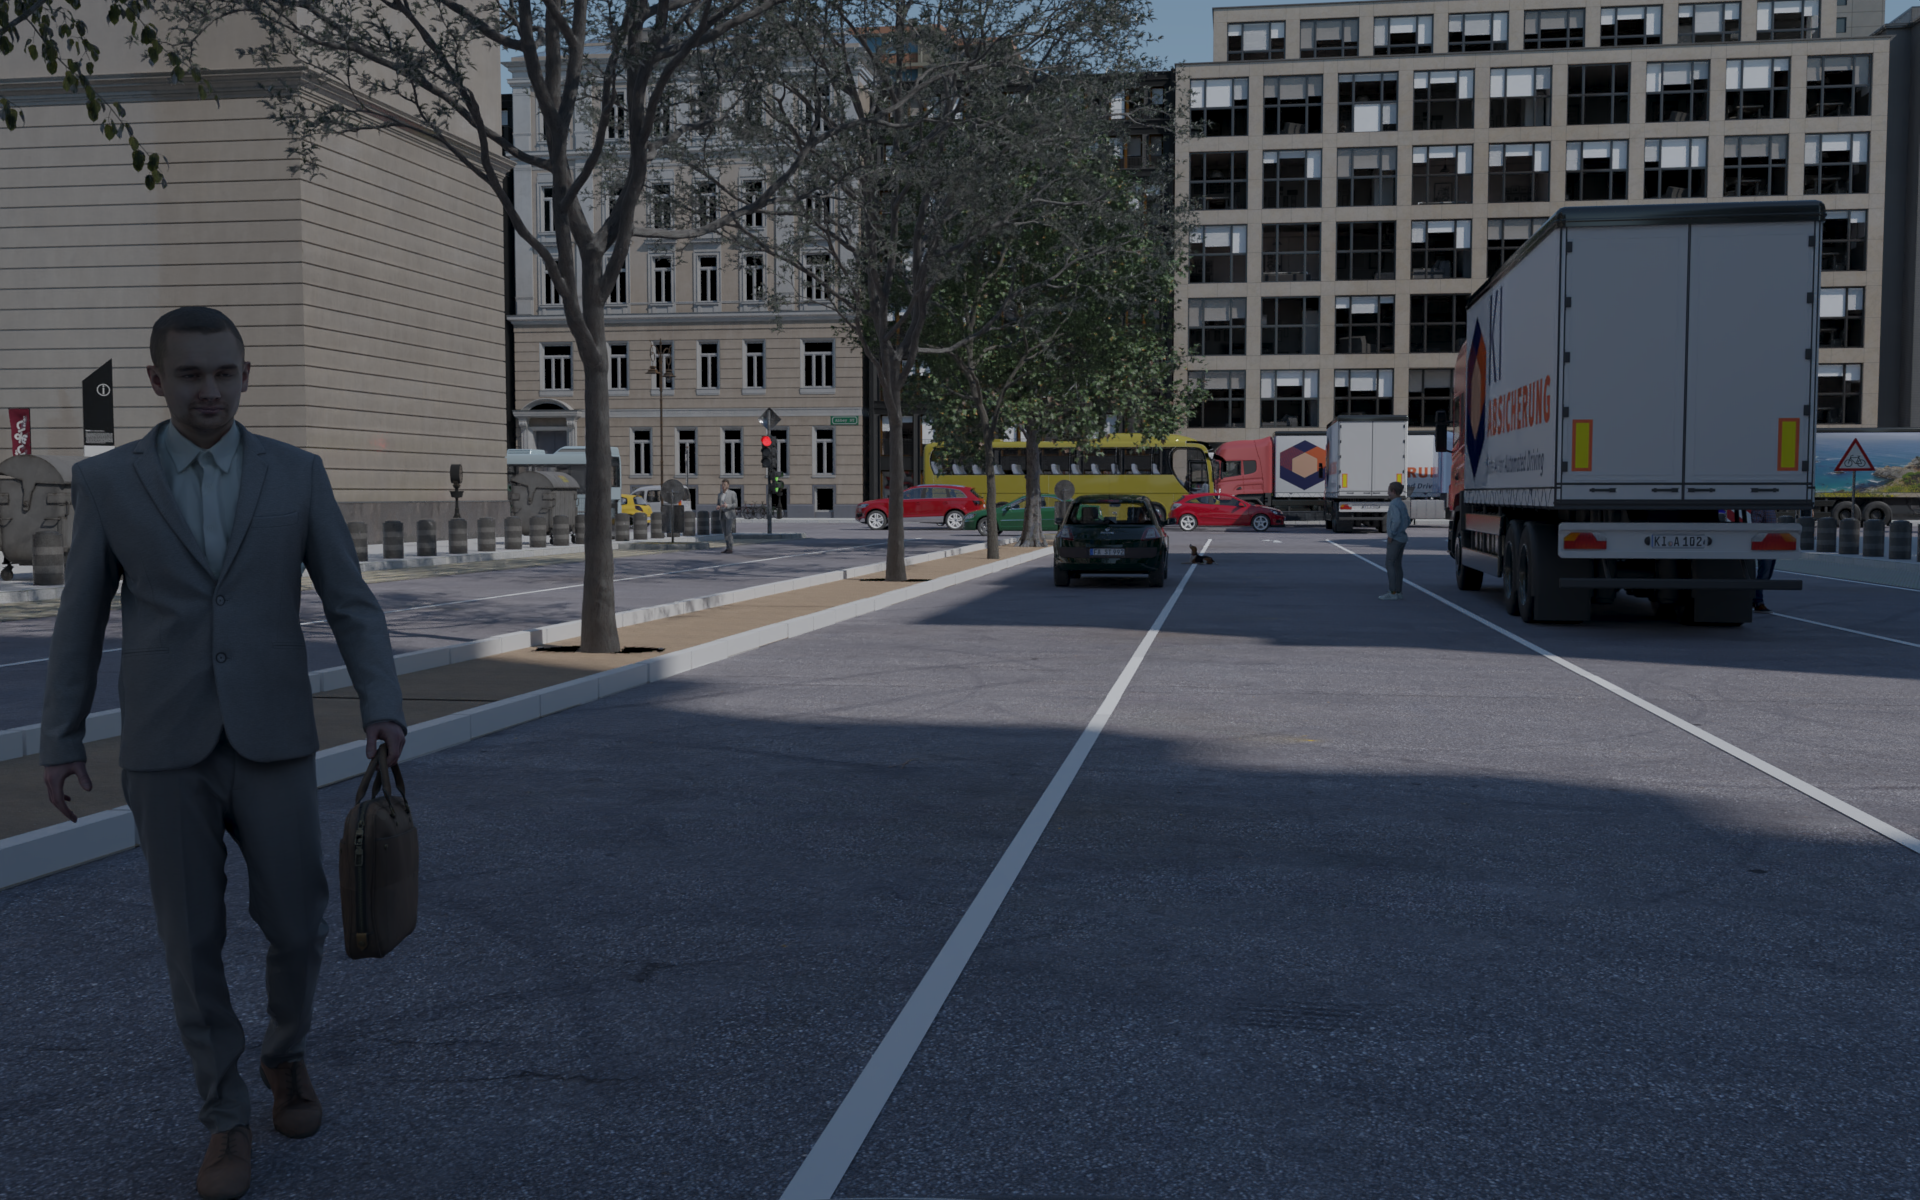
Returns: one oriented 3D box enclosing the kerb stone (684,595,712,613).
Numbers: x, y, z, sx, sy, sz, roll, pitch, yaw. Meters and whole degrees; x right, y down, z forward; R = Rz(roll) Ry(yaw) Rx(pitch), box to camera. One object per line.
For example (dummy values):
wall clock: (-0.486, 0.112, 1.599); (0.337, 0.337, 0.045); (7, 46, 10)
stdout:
kerb stone: (-3.263, 0.066, 21.115); (0.120, 0.150, 1.000); (1, 4, 9)

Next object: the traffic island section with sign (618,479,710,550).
traffic island section with sign: (-7.617, -2.230, 45.086); (1.989, 1.847, 2.006); (1, 4, 9)

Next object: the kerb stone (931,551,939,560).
kerb stone: (-0.646, -0.927, 37.359); (0.120, 0.150, 1.000); (1, 4, 9)

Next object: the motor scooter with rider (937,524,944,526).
motor scooter with rider: (-0.228, -4.162, 77.013); (1.986, 1.779, 0.876); (1, 4, 11)

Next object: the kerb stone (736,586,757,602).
kerb stone: (-2.940, -0.054, 23.148); (0.120, 0.150, 1.000); (1, 4, 9)

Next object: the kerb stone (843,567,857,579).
kerb stone: (-1.957, -0.431, 29.237); (0.120, 0.150, 1.000); (1, 4, 9)

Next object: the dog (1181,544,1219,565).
dog: (4.896, -0.924, 35.293); (0.550, 0.427, 0.748); (-2, 4, -24)

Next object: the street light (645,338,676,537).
street light: (-8.882, -4.817, 51.544); (0.468, 5.910, 1.993); (1, 4, 9)

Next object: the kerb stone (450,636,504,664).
kerb stone: (-4.240, 0.447, 15.003); (0.120, 0.150, 1.000); (1, 4, 9)

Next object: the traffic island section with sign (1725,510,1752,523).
traffic island section with sign: (17.980, -1.961, 40.692); (1.989, 1.847, 2.006); (1, 4, 9)

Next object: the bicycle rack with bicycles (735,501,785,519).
bicycle rack with bicycles: (-10.357, -4.610, 88.753); (2.925, 0.926, 2.852); (1, 4, 12)

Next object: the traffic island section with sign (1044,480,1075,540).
traffic island section with sign: (3.238, -2.857, 54.845); (2.006, 1.907, 1.989); (1, 4, 9)

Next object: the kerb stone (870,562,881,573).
kerb stone: (-1.631, -0.550, 31.264); (0.120, 0.150, 1.000); (1, 4, 9)

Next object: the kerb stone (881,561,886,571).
kerb stone: (-1.474, -0.616, 32.279); (0.120, 0.150, 1.000); (1, 4, 9)

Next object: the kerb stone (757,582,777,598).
kerb stone: (-2.779, -0.120, 24.162); (0.120, 0.150, 1.000); (1, 4, 9)

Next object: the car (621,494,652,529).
car: (-14.638, -3.727, 71.162); (3.980, 1.641, 2.015); (1, 4, 9)

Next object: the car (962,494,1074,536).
car: (2.491, -2.905, 59.303); (4.920, 1.459, 2.131); (1, 4, 10)

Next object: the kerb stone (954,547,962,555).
kerb stone: (-0.161, -1.114, 40.404); (0.120, 0.150, 1.000); (1, 4, 9)

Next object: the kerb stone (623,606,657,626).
kerb stone: (-3.590, 0.191, 19.078); (0.120, 0.150, 1.000); (1, 4, 9)

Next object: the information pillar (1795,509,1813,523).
information pillar: (20.144, -2.253, 41.324); (0.304, 2.012, 0.304); (1, 4, 10)

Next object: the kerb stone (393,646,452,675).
kerb stone: (-4.407, 0.503, 13.991); (0.120, 0.150, 1.000); (1, 4, 9)

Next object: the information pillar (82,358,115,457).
information pillar: (-14.774, -2.350, 29.774); (0.504, 3.616, 0.183); (-2, 4, -33)

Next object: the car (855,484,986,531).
car: (-1.549, -3.696, 69.098); (5.304, 1.827, 2.281); (0, 4, 8)

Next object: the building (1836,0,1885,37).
building: (84.474, -45.761, 186.446); (20.611, 71.187, 20.563); (1, 4, 9)

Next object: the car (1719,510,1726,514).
car: (28.317, -3.336, 67.128); (3.894, 1.354, 1.945); (1, 4, 10)

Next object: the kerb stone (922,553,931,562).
kerb stone: (-0.819, -0.865, 36.337); (0.120, 0.150, 1.000); (1, 4, 9)

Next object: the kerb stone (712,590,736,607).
kerb stone: (-3.101, 0.005, 22.128); (0.120, 0.150, 1.000); (1, 4, 9)

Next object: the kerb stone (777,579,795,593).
kerb stone: (-2.617, -0.182, 25.175); (0.120, 0.150, 1.000); (1, 4, 9)

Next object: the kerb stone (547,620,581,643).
kerb stone: (-3.915, 0.315, 17.037); (0.120, 0.150, 1.000); (1, 4, 9)

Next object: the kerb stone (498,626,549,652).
kerb stone: (-4.081, 0.378, 16.017); (0.120, 0.150, 1.000); (1, 4, 9)

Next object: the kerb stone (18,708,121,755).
kerb stone: (-5.060, 0.752, 9.925); (0.120, 0.150, 1.000); (1, 4, 9)

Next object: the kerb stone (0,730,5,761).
kerb stone: (-5.219, 0.813, 8.902); (0.120, 0.150, 1.000); (1, 4, 9)

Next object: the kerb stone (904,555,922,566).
kerb stone: (-0.976, -0.803, 35.320); (0.120, 0.150, 1.000); (1, 4, 9)

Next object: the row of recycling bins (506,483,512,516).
row of recycling bins: (-15.908, -2.951, 55.356); (1.069, 1.692, 3.534); (3, 5, 44)

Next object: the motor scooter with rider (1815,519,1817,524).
motor scooter with rider: (37.769, -4.140, 76.648); (1.986, 1.779, 0.876); (0, 4, 7)

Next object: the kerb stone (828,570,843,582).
kerb stone: (-2.120, -0.368, 28.218); (0.120, 0.150, 1.000); (1, 4, 9)

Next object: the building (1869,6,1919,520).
building: (57.555, -18.021, 88.147); (24.014, 27.812, 14.314); (1, 4, 9)

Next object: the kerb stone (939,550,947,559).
kerb stone: (-0.484, -0.989, 38.373); (0.120, 0.150, 1.000); (1, 4, 9)

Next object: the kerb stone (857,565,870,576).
kerb stone: (-1.788, -0.493, 30.250); (0.120, 0.150, 1.000); (1, 4, 9)

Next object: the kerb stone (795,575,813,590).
kerb stone: (-2.447, -0.244, 26.187); (0.120, 0.150, 1.000); (1, 4, 9)

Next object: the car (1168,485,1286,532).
car: (10.269, -3.528, 66.727); (4.494, 1.783, 2.155); (1, 4, 9)

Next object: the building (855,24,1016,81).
building: (-4.941, -31.265, 165.803); (22.147, 44.769, 28.867); (1, 4, 9)

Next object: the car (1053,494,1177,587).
car: (2.494, -1.119, 28.086); (2.009, 1.686, 4.222); (0, 4, 8)

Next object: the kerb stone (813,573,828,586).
kerb stone: (-2.285, -0.306, 27.201); (0.120, 0.150, 1.000); (1, 4, 9)

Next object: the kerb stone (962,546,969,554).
kerb stone: (0.008, -1.171, 41.418); (0.120, 0.150, 1.000); (1, 4, 9)

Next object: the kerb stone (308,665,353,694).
kerb stone: (-4.561, 0.567, 12.976); (0.120, 0.150, 1.000); (1, 4, 9)

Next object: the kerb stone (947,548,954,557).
kerb stone: (-0.327, -1.050, 39.387); (0.120, 0.150, 1.000); (1, 4, 9)

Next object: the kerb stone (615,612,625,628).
kerb stone: (-3.757, 0.255, 18.055); (0.120, 0.150, 1.000); (1, 4, 9)

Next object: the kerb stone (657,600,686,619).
kerb stone: (-3.430, 0.136, 20.101); (0.120, 0.150, 1.000); (1, 4, 9)

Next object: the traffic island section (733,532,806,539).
traffic island section: (-6.187, -2.069, 56.117); (2.009, 0.180, 2.903); (1, 4, 9)
